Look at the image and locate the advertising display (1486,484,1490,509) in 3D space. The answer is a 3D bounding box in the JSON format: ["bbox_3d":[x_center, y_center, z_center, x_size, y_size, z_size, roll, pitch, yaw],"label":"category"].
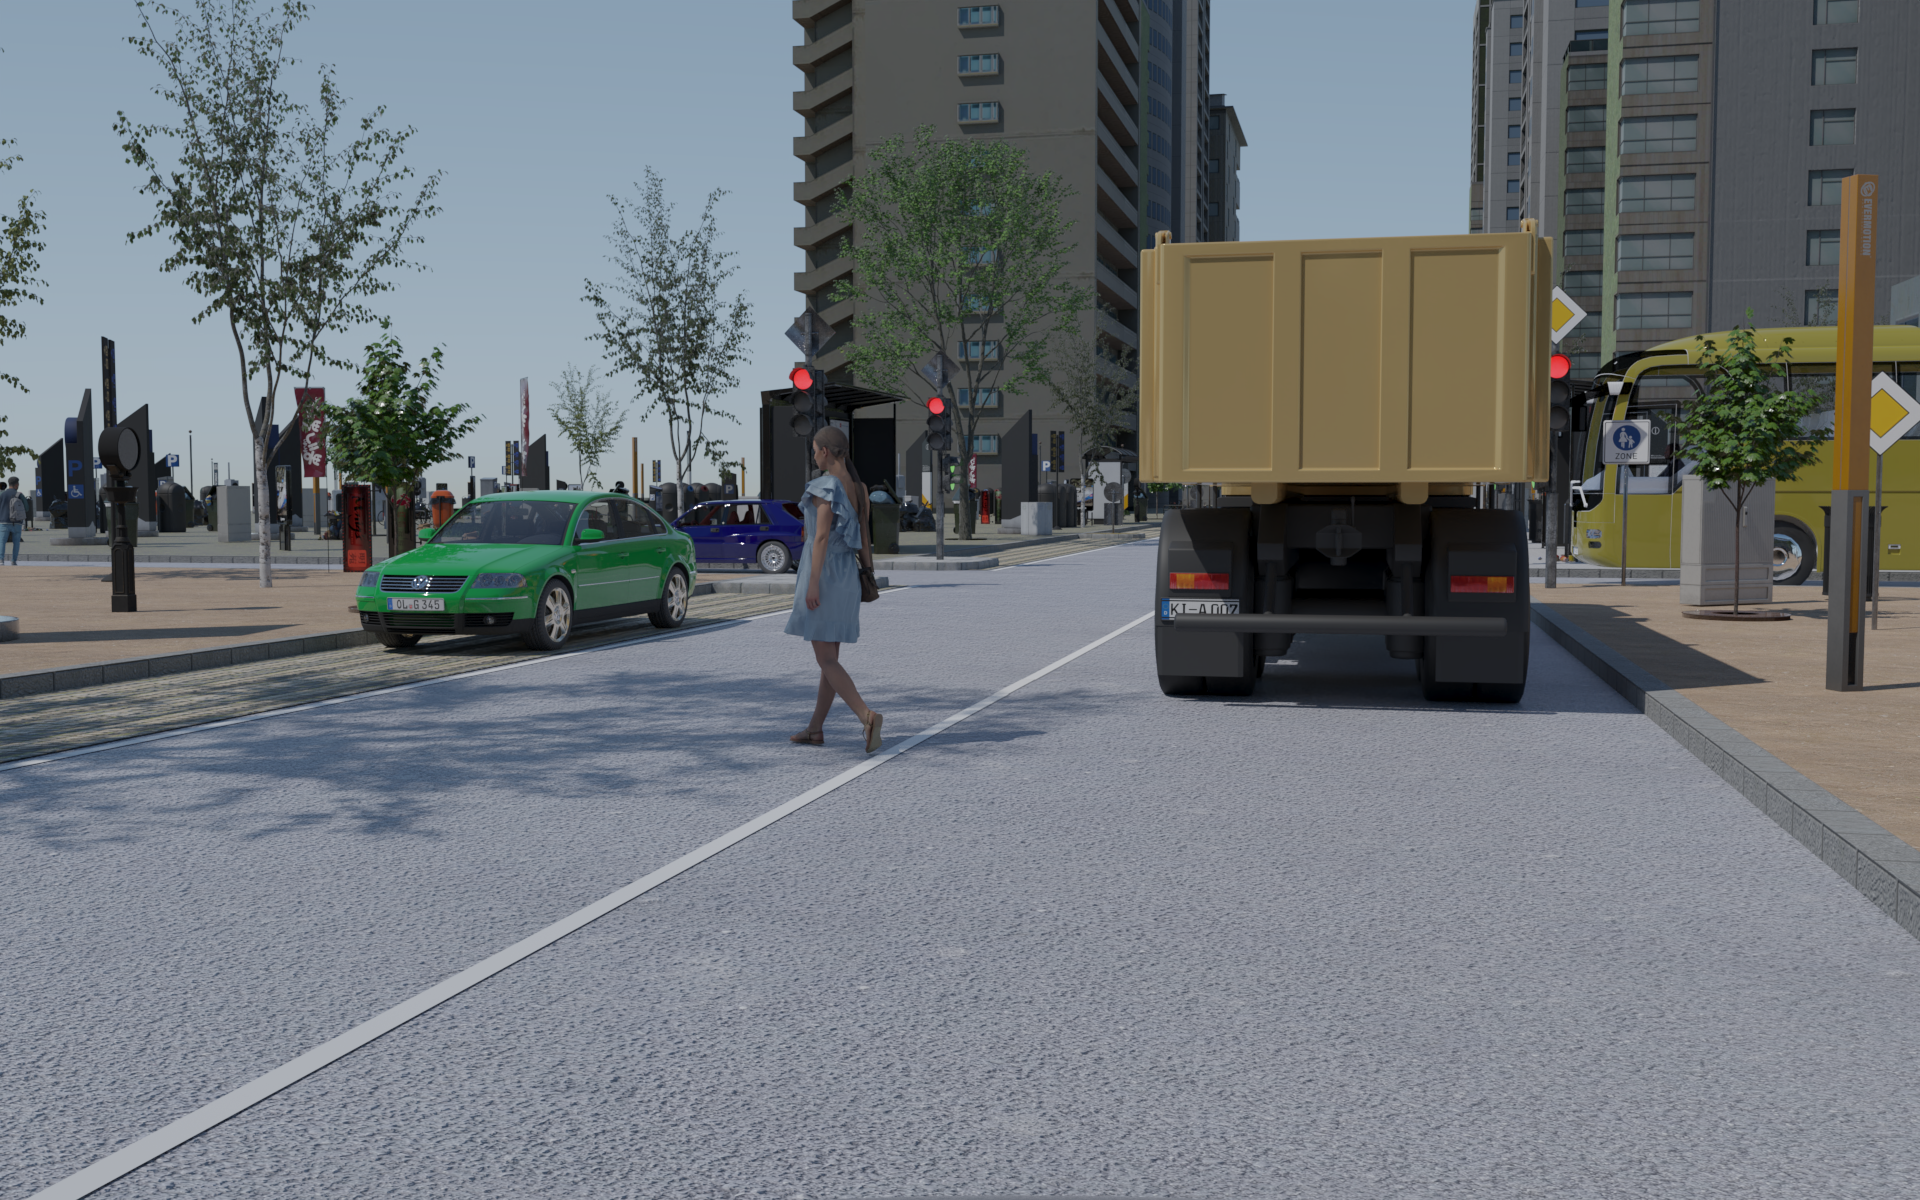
[{"bbox_3d":[14.719,-2.628,48.182,0.123,1.923,0.974,1,4,12],"label":"advertising display"}]

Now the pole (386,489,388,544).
[{"bbox_3d":[-14.758,-3.118,44.825,0.158,3.312,0.155,0,3,0],"label":"pole"}]

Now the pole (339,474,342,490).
[{"bbox_3d":[-43.526,-7.822,121.737,0.158,3.312,0.155,0,3,0],"label":"pole"}]

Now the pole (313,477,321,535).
[{"bbox_3d":[-20.283,-3.714,54.567,0.158,3.312,0.155,0,3,0],"label":"pole"}]

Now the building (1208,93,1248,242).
[{"bbox_3d":[23.487,-39.500,235.055,28.713,52.752,27.495,1,4,14],"label":"building"}]

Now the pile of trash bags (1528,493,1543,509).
[{"bbox_3d":[30.976,-5.232,95.303,3.447,1.369,1.912,-1,4,-17],"label":"pile of trash bags"}]

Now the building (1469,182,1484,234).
[{"bbox_3d":[73.711,-33.256,227.337,14.154,41.232,14.086,1,4,14],"label":"building"}]

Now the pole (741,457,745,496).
[{"bbox_3d":[-12.038,-6.260,96.187,0.158,3.312,0.155,0,3,0],"label":"pole"}]

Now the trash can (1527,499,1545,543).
[{"bbox_3d":[15.229,-2.064,45.399,0.748,1.137,0.748,0,3,0],"label":"trash can"}]

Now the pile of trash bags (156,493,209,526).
[{"bbox_3d":[-31.577,-3.682,69.948,1.912,1.369,3.447,0,4,4],"label":"pile of trash bags"}]

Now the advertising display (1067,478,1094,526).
[{"bbox_3d":[4.947,-3.982,70.324,0.974,1.923,0.123,1,4,13],"label":"advertising display"}]

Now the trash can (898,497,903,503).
[{"bbox_3d":[-2.709,-4.155,79.586,0.748,1.137,0.748,0,3,0],"label":"trash can"}]

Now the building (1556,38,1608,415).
[{"bbox_3d":[45.913,-20.844,112.498,14.160,30.474,14.107,1,4,14],"label":"building"}]

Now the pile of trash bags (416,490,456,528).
[{"bbox_3d":[-11.300,-2.008,42.583,3.447,1.369,1.912,0,4,-2],"label":"pile of trash bags"}]

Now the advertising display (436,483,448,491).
[{"bbox_3d":[-30.131,-5.843,100.752,0.123,1.923,0.974,1,4,19],"label":"advertising display"}]

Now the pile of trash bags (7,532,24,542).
[{"bbox_3d":[-26.661,-2.226,46.155,3.447,1.369,1.912,2,4,31],"label":"pile of trash bags"}]

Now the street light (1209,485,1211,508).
[{"bbox_3d":[15.703,-8.320,108.827,0.468,5.910,1.993,1,4,14],"label":"street light"}]

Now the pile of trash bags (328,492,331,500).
[{"bbox_3d":[-28.197,-4.066,76.227,1.912,1.369,3.447,-1,4,-8],"label":"pile of trash bags"}]

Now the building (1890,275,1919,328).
[{"bbox_3d":[40.065,-44.378,38.248,31.000,86.520,22.319,1,4,14],"label":"building"}]

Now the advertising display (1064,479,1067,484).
[{"bbox_3d":[4.654,-4.323,75.900,0.123,1.923,0.974,0,4,-3],"label":"advertising display"}]

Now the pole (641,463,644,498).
[{"bbox_3d":[-21.091,-7.412,115.036,0.158,3.312,0.155,0,3,0],"label":"pole"}]

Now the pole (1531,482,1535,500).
[{"bbox_3d":[23.749,-4.764,71.730,0.158,3.312,0.155,0,3,0],"label":"pole"}]

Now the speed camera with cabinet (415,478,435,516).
[{"bbox_3d":[-29.591,-6.215,95.949,0.660,3.252,2.038,1,4,17],"label":"speed camera with cabinet"}]

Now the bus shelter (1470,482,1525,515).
[{"bbox_3d":[18.677,-4.062,60.332,2.014,3.302,5.546,1,4,13],"label":"bus shelter"}]

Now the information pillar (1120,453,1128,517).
[{"bbox_3d":[9.342,-6.576,98.880,0.504,3.616,0.183,1,4,18],"label":"information pillar"}]

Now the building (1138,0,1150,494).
[{"bbox_3d":[7.256,-27.878,139.407,14.154,41.232,14.086,1,4,14],"label":"building"}]

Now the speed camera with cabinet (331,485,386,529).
[{"bbox_3d":[-21.849,-4.211,63.179,2.038,3.252,0.660,-1,4,-21],"label":"speed camera with cabinet"}]

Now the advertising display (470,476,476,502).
[{"bbox_3d":[-17.064,-3.394,60.698,0.123,1.923,0.974,-1,4,-12],"label":"advertising display"}]

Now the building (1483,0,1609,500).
[{"bbox_3d":[72.719,-40.544,204.888,21.231,58.520,28.212,1,4,14],"label":"building"}]

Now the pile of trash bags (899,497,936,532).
[{"bbox_3d":[-2.615,-2.995,58.725,3.447,1.369,1.912,-1,4,-21],"label":"pile of trash bags"}]

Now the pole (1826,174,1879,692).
[{"bbox_3d":[5.774,-1.062,11.209,0.158,3.312,0.155,0,3,0],"label":"pole"}]

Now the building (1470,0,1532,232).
[{"bbox_3d":[80.423,-49.258,243.612,20.563,71.187,20.611,1,4,14],"label":"building"}]

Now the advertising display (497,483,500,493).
[{"bbox_3d":[-27.282,-5.918,101.977,0.123,1.923,0.974,0,4,5],"label":"advertising display"}]

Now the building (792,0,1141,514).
[{"bbox_3d":[0.581,-30.430,121.226,21.300,48.544,21.600,1,4,14],"label":"building"}]

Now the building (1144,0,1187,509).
[{"bbox_3d":[8.890,-37.853,160.893,21.231,58.520,28.212,1,4,14],"label":"building"}]

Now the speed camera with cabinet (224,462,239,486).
[{"bbox_3d":[-45.530,-6.895,107.073,0.660,3.252,2.038,1,4,20],"label":"speed camera with cabinet"}]

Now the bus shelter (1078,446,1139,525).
[{"bbox_3d":[6.595,-4.963,75.068,2.014,3.302,5.546,1,4,14],"label":"bus shelter"}]

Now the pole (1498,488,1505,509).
[{"bbox_3d":[13.988,-3.110,44.690,0.158,3.312,0.155,0,3,0],"label":"pole"}]

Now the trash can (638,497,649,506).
[{"bbox_3d":[-13.169,-3.699,72.140,0.748,1.137,0.748,0,3,0],"label":"trash can"}]

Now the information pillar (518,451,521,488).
[{"bbox_3d":[-23.482,-6.216,92.983,0.504,3.616,0.183,0,4,8],"label":"information pillar"}]

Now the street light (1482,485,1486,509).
[{"bbox_3d":[14.099,-4.505,46.449,0.468,5.910,1.993,1,4,14],"label":"street light"}]

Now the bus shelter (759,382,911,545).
[{"bbox_3d":[-2.744,-2.950,39.520,1.731,3.624,6.357,1,4,13],"label":"bus shelter"}]

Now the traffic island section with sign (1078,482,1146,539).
[{"bbox_3d":[4.957,-2.898,56.018,1.989,1.847,2.006,1,4,14],"label":"traffic island section with sign"}]

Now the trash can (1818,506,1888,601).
[{"bbox_3d":[10.738,-0.563,20.858,0.748,1.137,0.748,0,3,0],"label":"trash can"}]

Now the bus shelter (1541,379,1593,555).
[{"bbox_3d":[13.540,-2.848,37.850,1.731,3.624,6.357,1,4,14],"label":"bus shelter"}]

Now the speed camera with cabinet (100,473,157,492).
[{"bbox_3d":[-36.383,-4.975,75.676,2.038,3.252,0.660,-1,4,-14],"label":"speed camera with cabinet"}]

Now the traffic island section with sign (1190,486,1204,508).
[{"bbox_3d":[11.271,-4.501,82.226,1.989,1.847,2.006,1,4,14],"label":"traffic island section with sign"}]

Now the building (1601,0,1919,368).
[{"bbox_3d":[37.123,-24.245,79.997,14.154,41.232,14.086,1,4,14],"label":"building"}]

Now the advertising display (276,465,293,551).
[{"bbox_3d":[-15.337,-2.086,39.313,0.123,1.923,0.974,-2,4,-34],"label":"advertising display"}]

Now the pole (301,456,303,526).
[{"bbox_3d":[-22.747,-4.021,59.590,0.158,3.312,0.155,0,3,0],"label":"pole"}]

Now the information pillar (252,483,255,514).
[{"bbox_3d":[-46.338,-6.687,113.829,0.304,2.012,0.304,0,4,-6],"label":"information pillar"}]

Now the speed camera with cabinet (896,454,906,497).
[{"bbox_3d":[-2.630,-5.562,85.275,0.660,3.252,2.038,3,5,43],"label":"speed camera with cabinet"}]

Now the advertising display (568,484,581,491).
[{"bbox_3d":[-24.741,-6.502,111.525,0.974,1.923,0.123,0,4,-2],"label":"advertising display"}]

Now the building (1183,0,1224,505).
[{"bbox_3d":[21.690,-47.216,210.230,20.563,71.187,20.611,1,4,14],"label":"building"}]

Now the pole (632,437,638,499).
[{"bbox_3d":[-11.633,-4.171,62.034,0.158,3.312,0.155,0,3,0],"label":"pole"}]
